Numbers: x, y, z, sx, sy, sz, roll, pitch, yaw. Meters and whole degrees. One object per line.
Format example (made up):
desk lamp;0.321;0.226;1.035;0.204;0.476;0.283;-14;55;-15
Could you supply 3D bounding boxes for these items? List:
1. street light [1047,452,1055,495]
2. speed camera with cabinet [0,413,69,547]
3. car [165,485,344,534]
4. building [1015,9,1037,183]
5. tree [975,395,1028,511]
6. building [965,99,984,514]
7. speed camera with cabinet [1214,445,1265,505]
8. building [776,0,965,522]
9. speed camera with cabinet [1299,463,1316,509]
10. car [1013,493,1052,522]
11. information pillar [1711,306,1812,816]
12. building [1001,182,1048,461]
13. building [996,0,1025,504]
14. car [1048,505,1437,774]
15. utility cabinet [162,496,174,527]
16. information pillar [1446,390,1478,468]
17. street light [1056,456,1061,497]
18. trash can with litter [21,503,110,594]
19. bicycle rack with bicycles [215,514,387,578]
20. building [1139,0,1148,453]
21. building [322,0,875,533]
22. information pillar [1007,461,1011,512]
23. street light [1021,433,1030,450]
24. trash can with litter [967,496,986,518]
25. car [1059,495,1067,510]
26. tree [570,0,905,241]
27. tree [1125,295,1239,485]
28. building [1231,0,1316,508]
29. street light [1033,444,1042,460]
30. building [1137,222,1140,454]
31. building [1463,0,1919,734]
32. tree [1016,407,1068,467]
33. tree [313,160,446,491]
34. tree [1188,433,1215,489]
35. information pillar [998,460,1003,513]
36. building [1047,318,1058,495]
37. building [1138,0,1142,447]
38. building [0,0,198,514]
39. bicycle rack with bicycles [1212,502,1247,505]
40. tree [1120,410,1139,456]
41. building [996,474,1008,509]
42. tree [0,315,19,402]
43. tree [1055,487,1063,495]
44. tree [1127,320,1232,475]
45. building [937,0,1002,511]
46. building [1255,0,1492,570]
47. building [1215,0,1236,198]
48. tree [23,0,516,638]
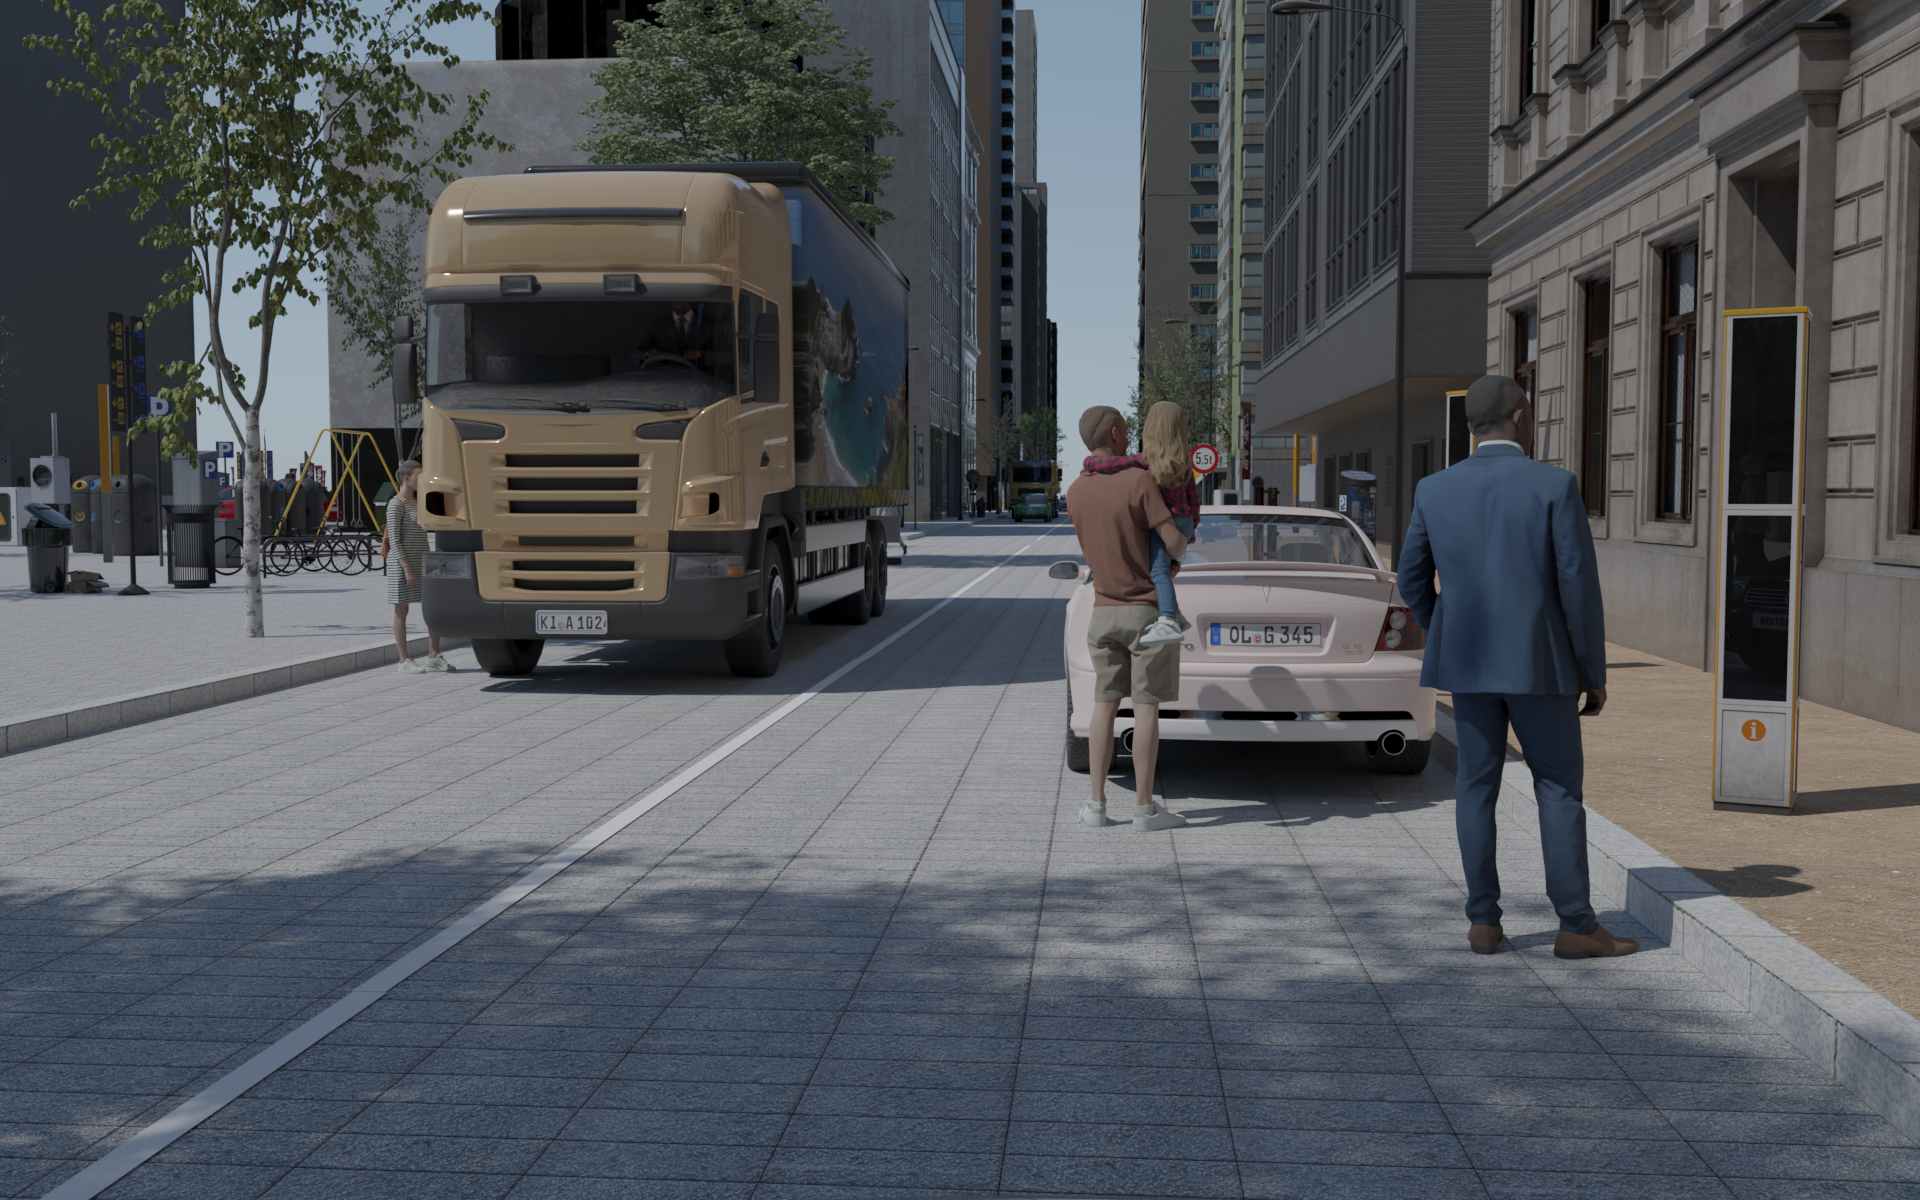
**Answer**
street light;9.418;-13.358;190.937;1.470;5.913;1.316;0;4;5
speed camera with cabinet;-22.861;-2.941;42.417;2.038;3.252;0.660;1;4;14
car;-21.743;-2.731;53.320;5.304;1.827;2.281;0;4;4
building;3.443;-50.402;262.327;20.563;71.187;20.611;0;4;5
tree;2.975;-10.870;128.093;4.360;8.622;3.978;0;3;0
building;-5.842;-19.721;108.343;13.634;28.700;20.117;0;4;5
speed camera with cabinet;11.269;-4.617;69.827;2.038;3.252;0.660;-1;4;-21
building;-6.544;-16.541;88.464;12.078;24.808;19.932;0;4;5
speed camera with cabinet;11.347;-3.667;54.291;0.660;3.252;2.038;3;4;38
car;3.763;-4.899;88.895;1.959;1.807;4.718;0;4;6
information pillar;3.248;-0.155;7.021;0.304;2.012;0.304;2;4;29
building;3.885;-32.891;221.355;14.154;41.232;14.086;0;4;5
building;-3.965;-53.230;182.974;22.319;86.520;31.000;0;4;5
car;1.556;0.127;10.285;2.083;1.381;4.827;0;4;4
utility cabinet;-30.709;-3.405;66.827;1.020;1.237;0.306;-2;4;-34
information pillar;3.689;-0.485;12.420;0.304;2.012;0.304;-2;4;-23
street light;11.387;-14.757;213.812;1.470;5.913;1.316;0;4;5
trash can with litter;-11.617;-0.682;22.537;1.055;1.170;0.624;0;4;7
bicycle rack with bicycles;-10.387;-0.867;27.562;2.925;0.926;2.852;-2;4;-25
building;25.587;-31.616;140.619;21.300;48.544;21.600;0;4;5
building;-11.763;-12.045;64.393;16.820;18.784;16.811;0;4;5
information pillar;3.429;-7.953;121.387;0.183;3.616;0.504;2;4;26
street light;4.467;-9.710;131.305;1.470;5.913;1.316;0;4;5
trash can with litter;0.902;-5.060;94.123;1.055;1.170;0.624;0;4;-2
car;9.621;-8.651;153.810;2.083;1.381;4.827;0;4;6
tree;-4.597;-7.157;35.137;7.486;12.596;7.792;0;3;0
tree;8.321;-6.915;63.428;4.360;8.622;3.978;0;3;0
building;20.775;-24.674;87.022;14.154;41.232;14.086;0;4;5
street light;6.973;-11.532;161.081;1.470;5.913;1.316;0;4;5
building;38.967;-39.804;270.402;23.786;49.044;30.456;0;4;5
building;10.025;-8.934;10.700;10.561;19.102;19.286;0;4;5
tree;8.978;-17.125;205.753;9.928;11.665;9.643;0;3;0
tree;-12.108;-5.372;38.187;4.360;8.622;3.978;0;3;0
tree;11.055;-6.155;84.354;4.285;4.588;4.351;0;3;0
information pillar;2.774;-7.893;120.401;0.183;3.616;0.504;-2;4;-35
building;8.561;-31.121;280.530;14.160;30.474;14.107;0;4;5
building;30.019;-39.484;187.566;21.231;58.520;28.212;0;4;5
building;-44.393;-16.663;65.953;24.014;27.812;14.314;0;4;5
bicycle rack with bicycles;11.528;-3.738;74.506;2.925;0.926;2.852;-2;4;-27
tree;21.373;-17.628;213.968;9.928;11.665;9.643;0;3;0
building;-11.401;-28.442;156.905;32.217;40.220;23.993;0;4;5
tree;-27.459;-5.842;45.872;4.360;8.622;3.978;0;3;0
tree;14.644;-16.288;260.910;1.663;3.219;1.824;0;3;0
tree;9.047;-7.532;73.513;4.737;8.622;4.395;0;3;0
building;-4.042;-29.780;137.008;14.600;45.320;14.200;0;4;5
building;13.673;-14.575;31.816;14.314;27.812;24.014;0;4;5
building;29.961;-25.886;115.122;32.217;40.220;23.993;0;4;5
tree;-6.278;-3.984;15.502;4.737;8.622;4.395;0;3;0
